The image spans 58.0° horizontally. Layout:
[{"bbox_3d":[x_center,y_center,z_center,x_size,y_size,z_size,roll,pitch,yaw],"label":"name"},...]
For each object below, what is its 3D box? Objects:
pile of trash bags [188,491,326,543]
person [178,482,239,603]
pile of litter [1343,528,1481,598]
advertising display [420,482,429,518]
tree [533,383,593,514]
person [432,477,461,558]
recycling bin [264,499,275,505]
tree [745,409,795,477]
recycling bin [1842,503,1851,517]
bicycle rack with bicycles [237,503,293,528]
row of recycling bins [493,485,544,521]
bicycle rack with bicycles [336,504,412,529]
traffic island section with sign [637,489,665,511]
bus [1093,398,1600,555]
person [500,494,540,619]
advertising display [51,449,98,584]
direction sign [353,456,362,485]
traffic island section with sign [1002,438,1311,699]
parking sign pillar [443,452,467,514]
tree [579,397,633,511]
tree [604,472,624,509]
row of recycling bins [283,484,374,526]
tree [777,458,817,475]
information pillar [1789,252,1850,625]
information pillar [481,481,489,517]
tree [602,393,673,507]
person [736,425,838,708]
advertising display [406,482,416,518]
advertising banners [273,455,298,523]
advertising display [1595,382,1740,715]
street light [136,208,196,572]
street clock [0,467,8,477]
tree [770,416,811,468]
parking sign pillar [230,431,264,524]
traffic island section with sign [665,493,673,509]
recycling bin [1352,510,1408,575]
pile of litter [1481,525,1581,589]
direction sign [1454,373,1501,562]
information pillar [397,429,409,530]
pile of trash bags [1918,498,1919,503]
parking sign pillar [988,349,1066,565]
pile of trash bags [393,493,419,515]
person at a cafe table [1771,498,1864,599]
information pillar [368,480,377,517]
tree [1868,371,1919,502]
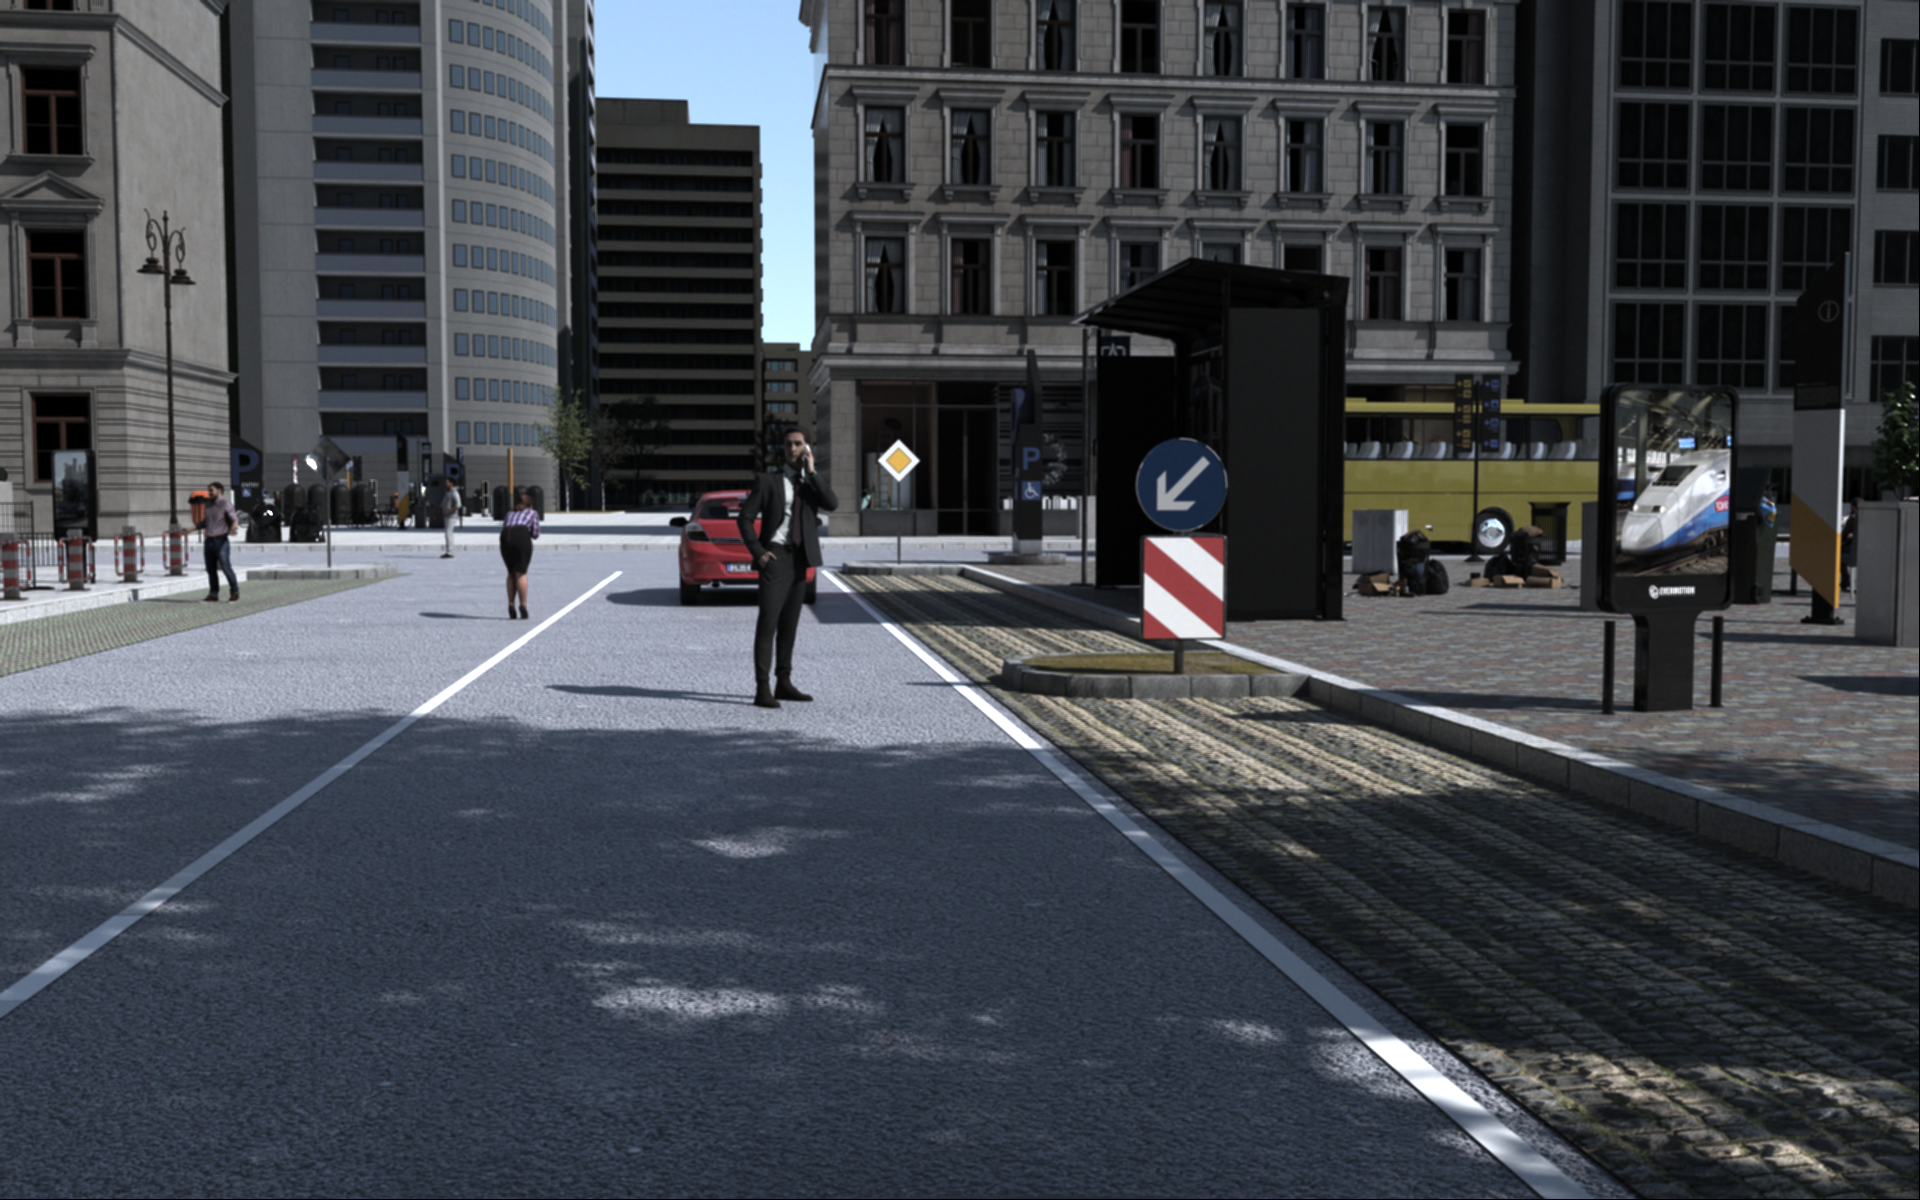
[{"bbox_3d":[-18.527,-2.200,45.727,3.447,1.369,1.912,-1,4,-13],"label":"pile of trash bags"},{"bbox_3d":[-9.724,-0.745,22.644,0.963,1.587,0.435,1,4,16],"label":"person"},{"bbox_3d":[5.534,-0.495,22.066,1.719,0.858,1.176,-2,4,-28],"label":"pile of litter"},{"bbox_3d":[-29.077,-5.459,94.464,0.123,1.923,0.974,2,4,26],"label":"advertising display"},{"bbox_3d":[-25.835,-9.984,113.594,4.737,8.622,4.395,0,3,0],"label":"tree"},{"bbox_3d":[-11.502,-1.844,38.790,0.789,1.805,0.875,-3,5,-41],"label":"person"},{"bbox_3d":[-37.282,-4.948,93.449,0.722,1.027,0.722,-1,4,-16],"label":"recycling bin"},{"bbox_3d":[-20.110,-15.631,189.983,7.601,10.594,8.767,0,4,-1],"label":"tree"},{"bbox_3d":[25.476,-2.260,49.507,0.722,1.027,0.722,3,5,44],"label":"recycling bin"},{"bbox_3d":[-26.604,-3.320,67.656,2.925,0.926,2.852,-1,4,-18],"label":"bicycle rack with bicycles"},{"bbox_3d":[-21.337,-4.675,83.557,3.534,1.692,1.069,3,5,41],"label":"row of recycling bins"},{"bbox_3d":[-22.135,-3.190,65.539,2.925,0.926,2.852,-3,5,-42],"label":"bicycle rack with bicycles"},{"bbox_3d":[-25.629,-8.233,143.240,1.989,1.847,2.006,0,4,-7],"label":"traffic island section with sign"},{"bbox_3d":[9.454,-3.031,41.110,12.252,3.916,2.896,-1,4,-9],"label":"bus"},{"bbox_3d":[-5.061,-0.500,19.913,0.421,1.427,0.697,0,4,2],"label":"person"},{"bbox_3d":[-12.788,-1.212,25.023,0.974,1.923,0.123,2,4,34],"label":"advertising display"},{"bbox_3d":[-36.045,-6.829,103.646,0.876,3.537,0.379,3,4,37],"label":"direction sign"},{"bbox_3d":[1.364,-0.267,12.992,1.989,1.847,2.006,0,4,-7],"label":"traffic island section with sign"},{"bbox_3d":[-32.073,-7.429,109.943,1.447,3.967,1.447,-1,4,-21],"label":"parking sign pillar"},{"bbox_3d":[-26.619,-10.944,129.297,4.360,8.622,3.978,0,3,0],"label":"tree"},{"bbox_3d":[-29.814,-9.384,148.026,1.663,3.219,1.824,0,3,0],"label":"tree"},{"bbox_3d":[-25.818,-3.903,70.921,3.534,1.692,1.069,-2,4,-35],"label":"row of recycling bins"},{"bbox_3d":[-12.741,-9.288,135.571,4.285,4.588,4.351,0,3,0],"label":"tree"},{"bbox_3d":[8.475,-1.573,17.075,0.183,3.616,0.504,-3,4,-36],"label":"information pillar"},{"bbox_3d":[-26.765,-5.693,97.571,0.304,2.012,0.304,-3,4,-37],"label":"information pillar"},{"bbox_3d":[-32.669,-15.280,175.588,9.928,11.665,9.643,0,3,0],"label":"tree"},{"bbox_3d":[-1.164,-0.246,11.888,0.648,1.900,0.474,-3,5,-41],"label":"person"},{"bbox_3d":[-29.440,-5.340,92.517,0.974,1.923,0.123,2,4,28],"label":"advertising display"},{"bbox_3d":[-29.824,-4.925,76.707,0.090,3.025,2.074,1,4,10],"label":"advertising banners"},{"bbox_3d":[4.172,-0.306,10.220,0.974,1.923,0.123,-2,4,-23],"label":"advertising display"},{"bbox_3d":[-12.943,-3.401,28.386,0.468,5.910,1.993,0,4,-7],"label":"street light"},{"bbox_3d":[-25.488,-2.525,45.861,0.358,2.002,0.471,3,4,37],"label":"street clock"},{"bbox_3d":[-16.334,-13.126,164.976,4.360,8.622,3.978,0,3,0],"label":"tree"},{"bbox_3d":[-30.525,-5.238,74.119,1.447,3.967,1.447,-1,4,-15],"label":"parking sign pillar"},{"bbox_3d":[-29.205,-9.888,170.292,1.989,1.847,2.006,0,4,-7],"label":"traffic island section with sign"},{"bbox_3d":[6.757,-0.936,27.865,0.722,1.027,0.722,2,4,30],"label":"recycling bin"},{"bbox_3d":[7.797,-0.609,23.914,1.719,0.858,1.176,3,5,43],"label":"pile of litter"},{"bbox_3d":[9.727,-2.485,32.626,0.876,3.537,0.379,0,4,-5],"label":"direction sign"},{"bbox_3d":[-20.048,-4.340,62.309,0.504,3.616,0.183,2,4,30],"label":"information pillar"},{"bbox_3d":[48.764,-4.722,86.965,1.912,1.369,3.447,2,4,33],"label":"pile of trash bags"},{"bbox_3d":[1.230,-2.644,31.701,1.447,3.967,1.447,0,4,-4],"label":"parking sign pillar"},{"bbox_3d":[-33.688,-5.859,105.551,1.912,1.369,3.447,0,4,3],"label":"pile of trash bags"},{"bbox_3d":[11.114,-0.681,21.994,1.698,1.238,1.726,0,4,-1],"label":"person at a cafe table"},{"bbox_3d":[-31.167,-5.348,91.935,0.304,2.012,0.304,3,5,39],"label":"information pillar"},{"bbox_3d":[14.672,-1.985,27.051,1.663,3.219,1.824,0,3,0],"label":"tree"}]
